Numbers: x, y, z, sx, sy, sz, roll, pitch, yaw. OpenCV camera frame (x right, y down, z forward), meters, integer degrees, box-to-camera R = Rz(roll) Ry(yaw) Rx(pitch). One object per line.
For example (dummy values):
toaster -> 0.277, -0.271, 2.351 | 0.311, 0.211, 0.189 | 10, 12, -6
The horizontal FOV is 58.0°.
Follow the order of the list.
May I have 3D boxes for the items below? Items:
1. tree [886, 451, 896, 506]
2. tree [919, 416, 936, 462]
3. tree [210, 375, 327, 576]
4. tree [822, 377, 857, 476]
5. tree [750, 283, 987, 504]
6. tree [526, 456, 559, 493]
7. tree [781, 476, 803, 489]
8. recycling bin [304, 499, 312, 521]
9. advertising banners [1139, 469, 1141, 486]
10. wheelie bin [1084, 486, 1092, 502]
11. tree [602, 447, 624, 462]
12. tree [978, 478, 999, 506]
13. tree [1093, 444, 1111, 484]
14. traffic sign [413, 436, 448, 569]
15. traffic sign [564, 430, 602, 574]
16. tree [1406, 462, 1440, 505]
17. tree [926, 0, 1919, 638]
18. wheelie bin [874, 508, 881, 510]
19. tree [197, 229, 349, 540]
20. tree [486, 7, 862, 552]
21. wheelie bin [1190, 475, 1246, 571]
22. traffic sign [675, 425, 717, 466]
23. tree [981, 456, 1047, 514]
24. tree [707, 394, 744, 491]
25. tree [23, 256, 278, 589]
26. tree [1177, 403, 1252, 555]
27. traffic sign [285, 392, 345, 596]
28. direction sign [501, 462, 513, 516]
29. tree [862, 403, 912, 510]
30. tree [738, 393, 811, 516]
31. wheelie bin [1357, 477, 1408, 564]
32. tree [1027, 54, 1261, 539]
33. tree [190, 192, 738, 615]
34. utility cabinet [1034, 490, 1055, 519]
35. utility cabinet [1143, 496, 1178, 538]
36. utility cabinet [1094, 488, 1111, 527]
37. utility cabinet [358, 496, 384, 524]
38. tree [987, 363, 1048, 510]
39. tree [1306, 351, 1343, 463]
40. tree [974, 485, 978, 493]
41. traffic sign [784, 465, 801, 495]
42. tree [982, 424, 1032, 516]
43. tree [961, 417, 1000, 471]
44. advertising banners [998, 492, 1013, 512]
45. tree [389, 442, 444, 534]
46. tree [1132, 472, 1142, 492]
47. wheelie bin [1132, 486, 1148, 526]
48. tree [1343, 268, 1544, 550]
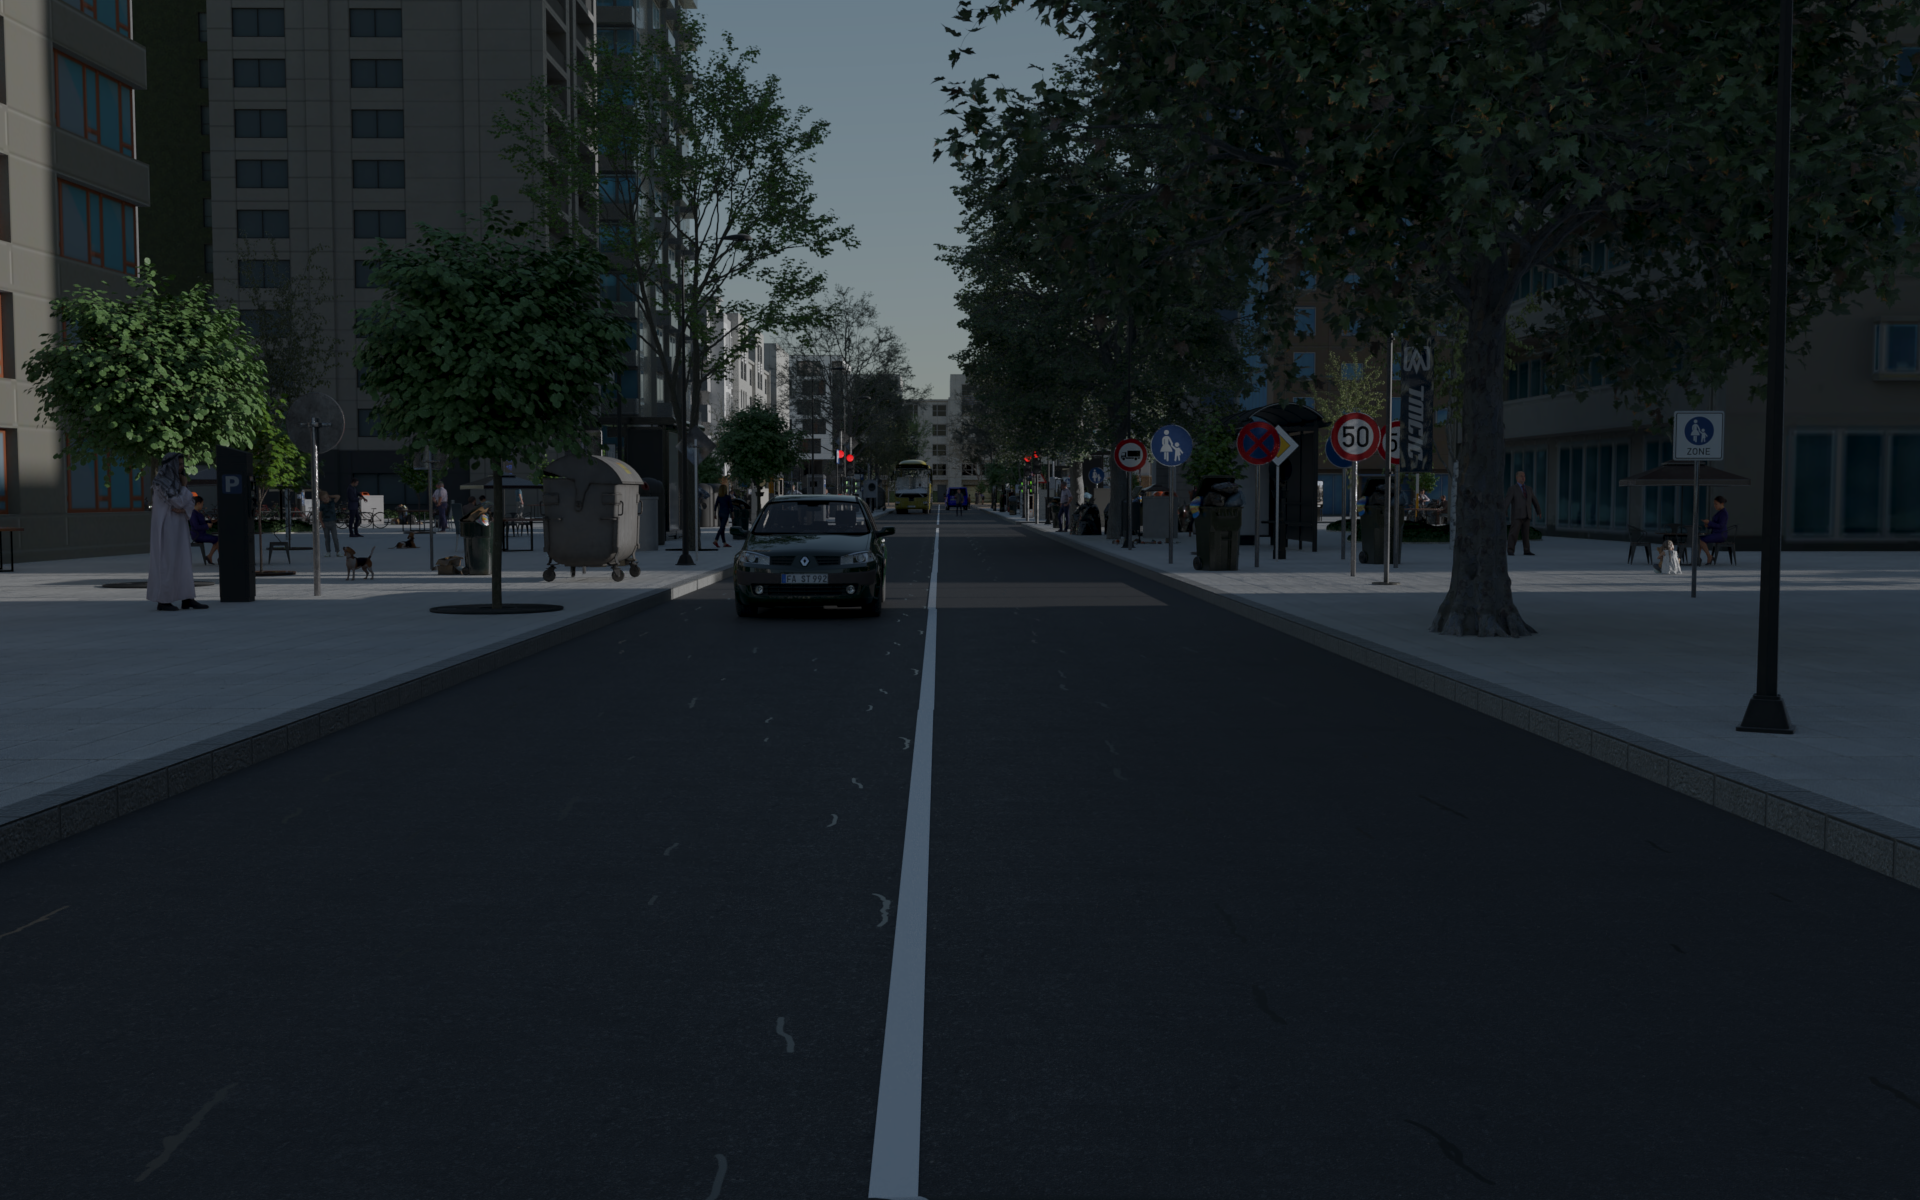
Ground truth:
tree -> -7.449, -14.357, 185.105 | 4.737, 8.622, 4.395 | 0, 3, 0
tree -> -7.202, -17.630, 214.009 | 9.928, 11.665, 9.643 | 0, 3, 0
tree -> -10.990, -1.996, 27.243 | 1.663, 3.219, 1.824 | 0, 3, 0
tree -> -7.513, -14.519, 154.396 | 9.611, 12.733, 9.660 | 0, 3, 0
tree -> -6.582, -11.599, 100.019 | 12.009, 13.543, 11.850 | 0, 3, 0
tree -> -19.689, -5.394, 82.792 | 1.663, 3.219, 1.824 | 0, 3, 0
tree -> -11.332, -7.319, 114.259 | 1.663, 3.219, 1.824 | 0, 3, 0
recycling bin -> -30.826, -4.255, 82.122 | 0.722, 1.027, 0.722 | -2, 4, -34
advertising banners -> 7.691, -4.705, 73.112 | 0.090, 3.025, 2.074 | 0, 4, -1
wheelie bin -> 4.862, -3.797, 69.996 | 0.980, 1.594, 0.693 | 1, 4, 22
tree -> -13.706, -4.354, 65.787 | 1.663, 3.219, 1.824 | 0, 3, 0
tree -> 3.500, -12.150, 193.249 | 1.663, 3.219, 1.824 | 0, 3, 0
tree -> 12.992, -11.896, 144.860 | 4.737, 8.622, 4.395 | 0, 3, 0
traffic sign -> -8.975, -1.667, 29.379 | 0.606, 2.300, 0.079 | 0, 4, 4
traffic sign -> -6.061, -1.574, 27.871 | 0.606, 2.300, 0.079 | 0, 4, 3
tree -> 24.148, -5.833, 89.963 | 1.663, 3.219, 1.824 | 0, 3, 0
tree -> 4.781, -6.023, 15.483 | 9.611, 12.733, 9.660 | 0, 3, 0
wheelie bin -> -6.673, -8.162, 141.360 | 0.693, 1.594, 0.980 | -1, 4, -21
tree -> -18.815, -5.963, 47.859 | 4.360, 8.622, 3.978 | 0, 3, 0
tree -> -6.174, -6.906, 38.673 | 9.928, 11.665, 9.643 | 0, 3, 0
wheelie bin -> 4.360, -1.293, 29.052 | 0.980, 1.594, 0.693 | -1, 4, -22
traffic sign -> -5.065, -2.045, 33.165 | 0.795, 2.593, 0.064 | 0, 4, 0
tree -> 4.154, -7.908, 113.008 | 4.285, 4.588, 4.351 | 0, 3, 0
tree -> -16.531, -10.693, 125.188 | 4.360, 8.622, 3.978 | 0, 3, 0
tree -> -11.238, -2.473, 24.154 | 4.285, 4.588, 4.351 | 0, 3, 0
tree -> 5.527, -2.575, 36.696 | 1.663, 3.219, 1.824 | 0, 3, 0
traffic sign -> -8.093, -1.323, 21.734 | 0.768, 2.556, 0.104 | 0, 4, 5
direction sign -> -22.381, -5.685, 84.948 | 0.876, 3.537, 0.379 | -2, 4, -29
tree -> -6.149, -11.503, 138.434 | 4.360, 8.622, 3.978 | 0, 3, 0
tree -> -6.569, -4.401, 55.675 | 4.285, 4.588, 4.351 | 0, 3, 0
wheelie bin -> 7.781, -1.460, 31.786 | 0.980, 1.594, 0.693 | -1, 4, -17
tree -> 4.383, -8.696, 48.837 | 9.857, 13.997, 8.962 | 0, 3, 0
tree -> -5.107, -2.152, 18.893 | 4.285, 4.588, 4.351 | 0, 3, 0
utility cabinet -> 4.332, -4.809, 87.309 | 1.173, 1.500, 0.318 | 2, 4, 35
utility cabinet -> 5.857, -2.413, 50.607 | 1.020, 1.237, 0.306 | 2, 4, 34
utility cabinet -> 5.713, -3.513, 66.116 | 1.173, 1.500, 0.318 | 1, 4, 10
utility cabinet -> -25.298, -3.866, 74.372 | 1.020, 1.237, 0.306 | -3, 5, -44
tree -> 3.782, -14.245, 143.276 | 12.009, 13.543, 11.850 | 0, 3, 0
tree -> 19.480, -8.354, 86.949 | 4.737, 8.622, 4.395 | 0, 3, 0
tree -> 2.471, -12.965, 206.580 | 1.663, 3.219, 1.824 | 0, 3, 0
traffic sign -> -5.862, -3.568, 60.463 | 0.606, 2.300, 0.079 | 0, 4, 6
tree -> 3.566, -9.332, 102.937 | 4.360, 8.622, 3.978 | 0, 3, 0
tree -> 3.820, -15.156, 182.215 | 8.767, 10.594, 7.601 | 3, 5, 42
advertising banners -> 3.504, -7.660, 121.435 | 2.074, 3.025, 0.090 | 3, 5, 42
tree -> -17.397, -3.762, 56.114 | 1.663, 3.219, 1.824 | 0, 3, 0
tree -> 12.864, -8.275, 129.904 | 1.663, 3.219, 1.824 | 0, 3, 0
wheelie bin -> 7.199, -3.785, 69.801 | 0.693, 1.594, 0.980 | -1, 4, -19
tree -> 11.417, -5.480, 39.962 | 4.737, 8.622, 4.395 | 0, 3, 0
